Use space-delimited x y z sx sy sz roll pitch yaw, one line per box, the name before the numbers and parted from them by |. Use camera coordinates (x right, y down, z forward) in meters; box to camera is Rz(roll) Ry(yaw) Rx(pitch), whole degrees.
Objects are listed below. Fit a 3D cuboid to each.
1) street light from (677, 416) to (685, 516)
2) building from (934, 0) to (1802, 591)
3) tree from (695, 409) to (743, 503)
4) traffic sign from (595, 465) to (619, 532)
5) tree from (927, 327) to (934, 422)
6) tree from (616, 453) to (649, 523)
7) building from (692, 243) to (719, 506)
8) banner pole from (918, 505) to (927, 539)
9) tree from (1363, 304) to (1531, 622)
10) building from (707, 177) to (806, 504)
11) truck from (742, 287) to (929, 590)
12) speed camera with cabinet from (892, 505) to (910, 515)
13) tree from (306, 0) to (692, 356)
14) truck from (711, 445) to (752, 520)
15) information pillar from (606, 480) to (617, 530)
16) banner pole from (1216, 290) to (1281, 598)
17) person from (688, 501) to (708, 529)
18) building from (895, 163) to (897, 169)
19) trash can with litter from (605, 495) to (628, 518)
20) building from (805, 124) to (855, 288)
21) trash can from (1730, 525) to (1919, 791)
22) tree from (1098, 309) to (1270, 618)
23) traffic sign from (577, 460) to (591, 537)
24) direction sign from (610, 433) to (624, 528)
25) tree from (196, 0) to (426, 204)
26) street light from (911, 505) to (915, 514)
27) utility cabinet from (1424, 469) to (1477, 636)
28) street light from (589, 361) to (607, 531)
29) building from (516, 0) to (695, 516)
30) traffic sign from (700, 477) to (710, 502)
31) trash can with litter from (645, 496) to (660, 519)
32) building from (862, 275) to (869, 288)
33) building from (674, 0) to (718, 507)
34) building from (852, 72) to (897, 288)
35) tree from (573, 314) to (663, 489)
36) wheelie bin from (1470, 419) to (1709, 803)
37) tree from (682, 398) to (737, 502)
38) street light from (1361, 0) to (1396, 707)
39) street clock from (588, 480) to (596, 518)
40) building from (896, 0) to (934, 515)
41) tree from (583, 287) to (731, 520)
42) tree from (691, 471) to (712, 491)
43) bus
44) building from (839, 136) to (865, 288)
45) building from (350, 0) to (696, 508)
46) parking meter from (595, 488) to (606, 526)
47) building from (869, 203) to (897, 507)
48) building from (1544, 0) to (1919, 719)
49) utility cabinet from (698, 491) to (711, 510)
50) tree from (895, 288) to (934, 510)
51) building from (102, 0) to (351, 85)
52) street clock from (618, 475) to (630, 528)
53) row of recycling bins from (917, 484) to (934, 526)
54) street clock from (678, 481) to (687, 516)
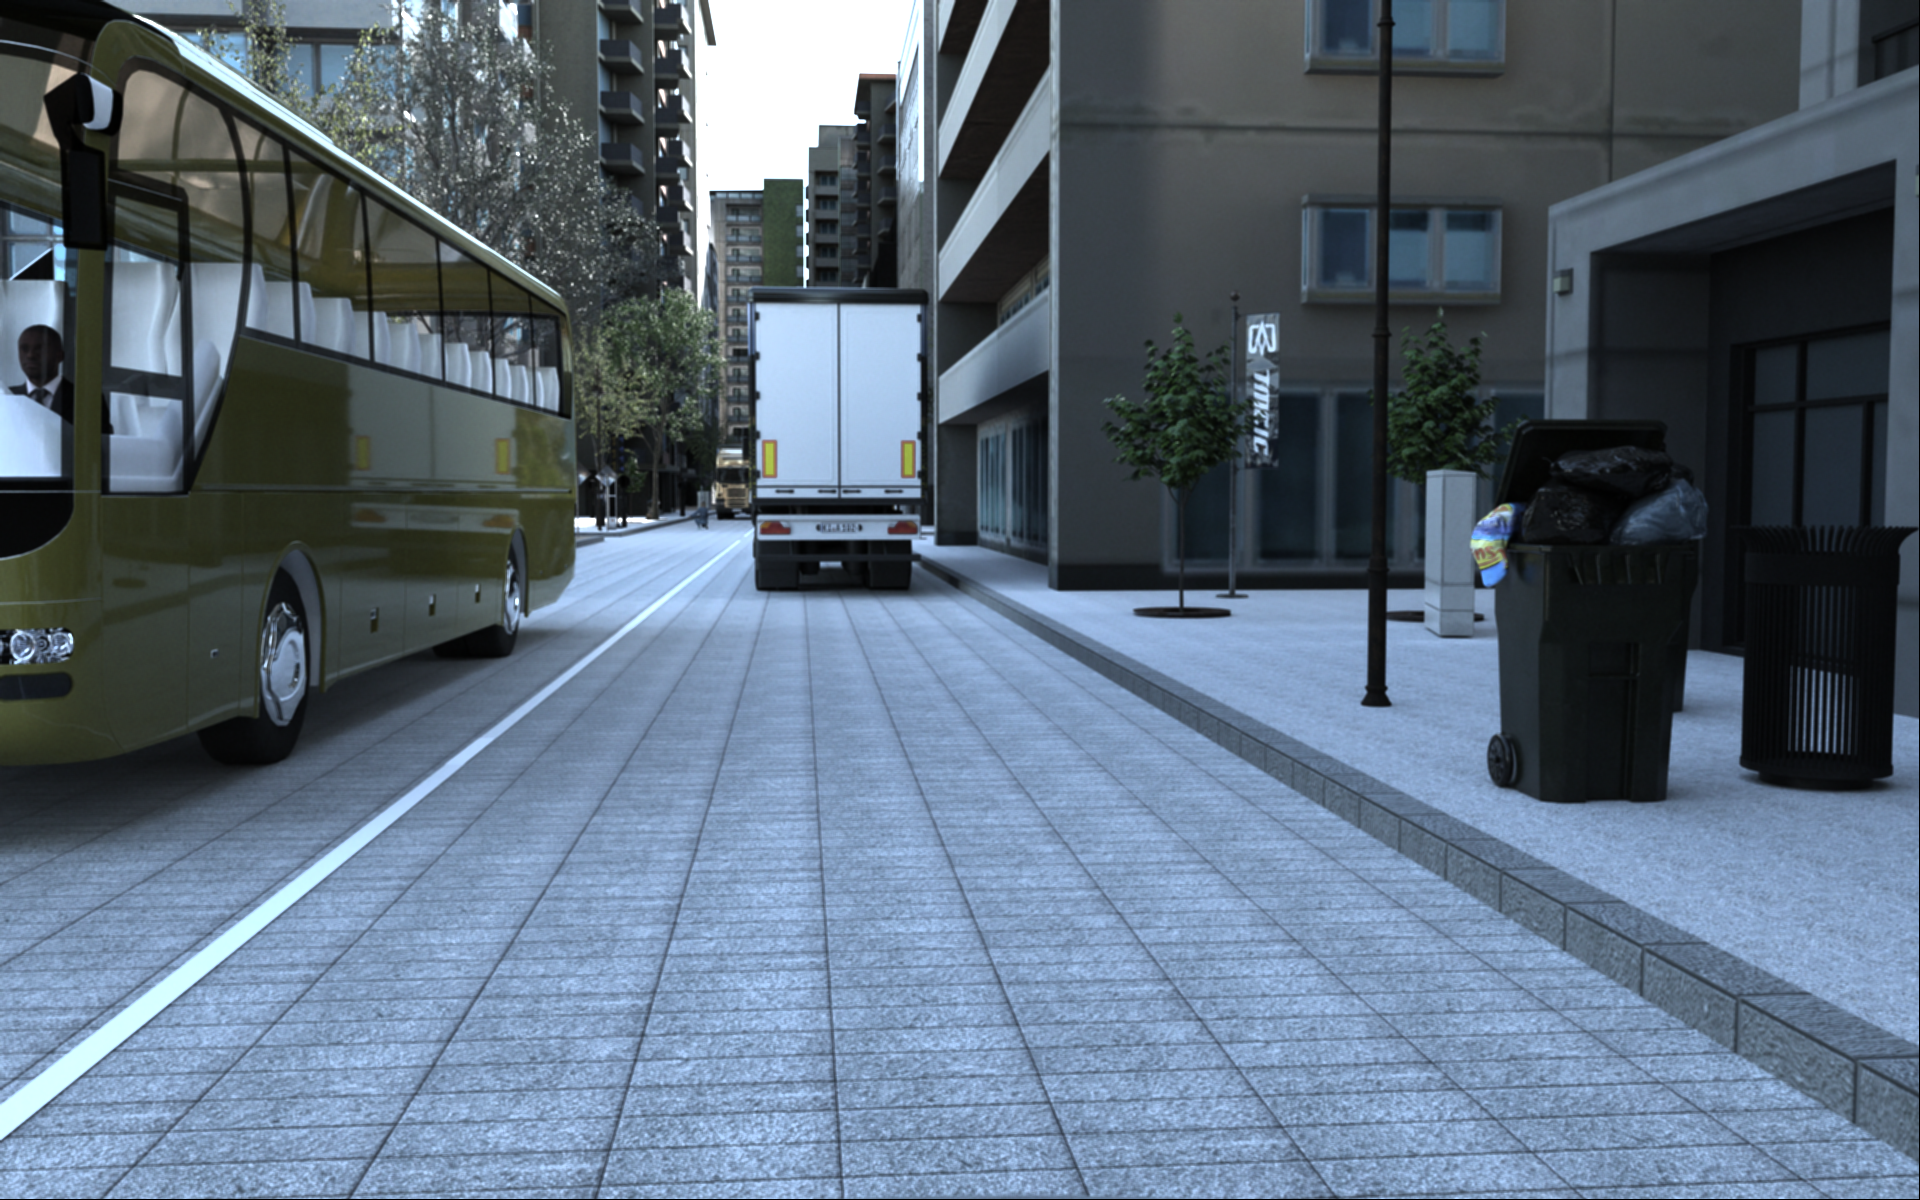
street light | -16.298 -7.846 101.068 0.468 5.910 1.993 0 4 -5
building | 10.925 -25.025 32.861 21.300 48.544 21.600 0 4 -5
tree | -20.984 -12.250 150.644 4.360 8.622 3.978 0 3 0
traffic sign | -12.057 -3.399 59.210 0.795 2.450 0.064 0 4 -5
tree | -2.521 -7.251 68.924 4.737 8.622 4.395 0 3 0
tree | -14.722 -5.099 77.976 1.663 3.219 1.824 0 3 0
building | -34.923 -26.179 199.734 14.107 30.474 14.160 0 4 -5
banner pole | -1.125 -3.602 48.917 0.401 3.779 0.863 0 4 -5
tree | 4.980 -1.412 17.694 1.663 3.219 1.824 0 3 0
building | -27.126 -33.170 225.916 14.086 41.232 14.154 0 4 -5
truck | -2.285 -2.460 29.134 2.839 4.237 11.283 0 4 -7
speed camera with cabinet | -2.782 -5.359 81.953 0.660 3.252 2.038 -1 4 -14
tree | -11.683 -8.009 41.312 12.009 13.543 11.850 0 3 0
truck | -12.730 -6.820 100.416 2.839 4.237 11.283 0 4 -5
information pillar | -12.535 -3.533 62.258 0.304 2.012 0.304 -2 4 -26
banner pole | 3.553 -1.909 21.224 0.863 3.779 0.401 3 5 40
person | -10.617 -3.459 70.558 1.012 1.151 0.738 -2 4 -29
building | 3.501 -19.593 107.729 14.401 28.519 23.554 0 4 -5
trash can with litter | -19.071 -5.123 94.813 2.233 1.210 1.678 0 4 -3
building | -9.686 -37.134 230.840 21.600 48.544 21.300 0 4 -5
trash can | 3.805 0.243 7.677 0.748 1.137 0.748 0 3 0
tree | 2.229 -1.452 18.349 1.663 3.219 1.824 0 3 0
traffic sign | -11.316 -2.912 51.259 0.795 2.450 0.064 0 4 -5
direction sign | -12.830 -4.457 64.874 0.379 3.537 0.876 1 4 23
tree | -9.409 -4.564 24.991 4.360 8.622 3.978 0 3 0
street light | -1.386 -4.791 51.120 0.468 5.910 1.993 0 4 -5
utility cabinet | 4.512 -0.443 15.928 0.318 1.500 1.173 1 4 8
street light | -12.594 -5.359 60.399 0.468 5.910 1.993 0 4 -5
building | -28.781 -27.917 111.069 22.147 44.769 28.867 0 4 -5
traffic sign | -18.470 -7.669 125.500 0.768 2.556 0.104 0 4 2
trash can with litter | -15.530 -4.653 87.461 0.624 1.170 1.055 0 4 1
building | 5.016 -18.788 152.228 27.650 21.520 28.899 0 4 -5
building | -39.492 -35.902 176.230 28.713 52.752 27.495 0 4 -5
building | 0.091 -32.136 180.055 22.147 44.769 28.867 0 4 -5
tree | -14.544 -7.352 70.560 4.360 8.622 3.978 0 3 0
wheelie bin | 2.707 0.032 7.388 0.980 1.594 0.693 0 4 -4
tree | -19.251 -11.014 130.441 4.737 8.622 4.395 0 3 0
street light | 2.529 -2.297 10.345 0.468 5.910 1.993 0 4 -5
street clock | -19.436 -5.318 91.511 0.358 2.002 0.471 -2 4 -32
building | 3.454 -16.386 85.937 12.078 24.808 19.932 0 4 -5
tree | -14.928 -9.765 85.412 9.928 11.665 9.643 0 3 0
tree | -20.351 -8.771 138.003 1.663 3.219 1.824 0 3 0
bus | -4.983 -1.272 12.346 2.896 3.916 12.252 0 4 -3
building | -7.032 -31.668 201.372 14.154 41.232 14.086 0 4 -5
building | -35.164 -32.261 147.075 23.786 49.044 30.456 0 4 -5
parking meter | -14.317 -3.701 68.929 0.372 1.533 0.369 0 3 0
building | -0.231 -18.240 127.898 12.332 23.373 15.834 0 4 -5
building | 16.114 -34.570 3.475 20.563 71.187 20.611 0 4 -5
utility cabinet | -19.819 -7.671 134.100 1.173 1.500 0.318 3 5 39
tree | -2.273 -6.868 62.649 4.360 8.622 3.978 0 3 0
building | -30.511 -27.732 73.025 23.786 49.044 30.456 0 4 -5
street clock | -12.871 -3.779 66.362 0.471 2.002 0.358 0 4 -8
row of recycling bins | -1.267 -3.971 72.037 1.069 1.692 3.534 0 4 0
street clock | -15.888 -5.790 99.240 0.471 2.002 0.358 2 4 28
